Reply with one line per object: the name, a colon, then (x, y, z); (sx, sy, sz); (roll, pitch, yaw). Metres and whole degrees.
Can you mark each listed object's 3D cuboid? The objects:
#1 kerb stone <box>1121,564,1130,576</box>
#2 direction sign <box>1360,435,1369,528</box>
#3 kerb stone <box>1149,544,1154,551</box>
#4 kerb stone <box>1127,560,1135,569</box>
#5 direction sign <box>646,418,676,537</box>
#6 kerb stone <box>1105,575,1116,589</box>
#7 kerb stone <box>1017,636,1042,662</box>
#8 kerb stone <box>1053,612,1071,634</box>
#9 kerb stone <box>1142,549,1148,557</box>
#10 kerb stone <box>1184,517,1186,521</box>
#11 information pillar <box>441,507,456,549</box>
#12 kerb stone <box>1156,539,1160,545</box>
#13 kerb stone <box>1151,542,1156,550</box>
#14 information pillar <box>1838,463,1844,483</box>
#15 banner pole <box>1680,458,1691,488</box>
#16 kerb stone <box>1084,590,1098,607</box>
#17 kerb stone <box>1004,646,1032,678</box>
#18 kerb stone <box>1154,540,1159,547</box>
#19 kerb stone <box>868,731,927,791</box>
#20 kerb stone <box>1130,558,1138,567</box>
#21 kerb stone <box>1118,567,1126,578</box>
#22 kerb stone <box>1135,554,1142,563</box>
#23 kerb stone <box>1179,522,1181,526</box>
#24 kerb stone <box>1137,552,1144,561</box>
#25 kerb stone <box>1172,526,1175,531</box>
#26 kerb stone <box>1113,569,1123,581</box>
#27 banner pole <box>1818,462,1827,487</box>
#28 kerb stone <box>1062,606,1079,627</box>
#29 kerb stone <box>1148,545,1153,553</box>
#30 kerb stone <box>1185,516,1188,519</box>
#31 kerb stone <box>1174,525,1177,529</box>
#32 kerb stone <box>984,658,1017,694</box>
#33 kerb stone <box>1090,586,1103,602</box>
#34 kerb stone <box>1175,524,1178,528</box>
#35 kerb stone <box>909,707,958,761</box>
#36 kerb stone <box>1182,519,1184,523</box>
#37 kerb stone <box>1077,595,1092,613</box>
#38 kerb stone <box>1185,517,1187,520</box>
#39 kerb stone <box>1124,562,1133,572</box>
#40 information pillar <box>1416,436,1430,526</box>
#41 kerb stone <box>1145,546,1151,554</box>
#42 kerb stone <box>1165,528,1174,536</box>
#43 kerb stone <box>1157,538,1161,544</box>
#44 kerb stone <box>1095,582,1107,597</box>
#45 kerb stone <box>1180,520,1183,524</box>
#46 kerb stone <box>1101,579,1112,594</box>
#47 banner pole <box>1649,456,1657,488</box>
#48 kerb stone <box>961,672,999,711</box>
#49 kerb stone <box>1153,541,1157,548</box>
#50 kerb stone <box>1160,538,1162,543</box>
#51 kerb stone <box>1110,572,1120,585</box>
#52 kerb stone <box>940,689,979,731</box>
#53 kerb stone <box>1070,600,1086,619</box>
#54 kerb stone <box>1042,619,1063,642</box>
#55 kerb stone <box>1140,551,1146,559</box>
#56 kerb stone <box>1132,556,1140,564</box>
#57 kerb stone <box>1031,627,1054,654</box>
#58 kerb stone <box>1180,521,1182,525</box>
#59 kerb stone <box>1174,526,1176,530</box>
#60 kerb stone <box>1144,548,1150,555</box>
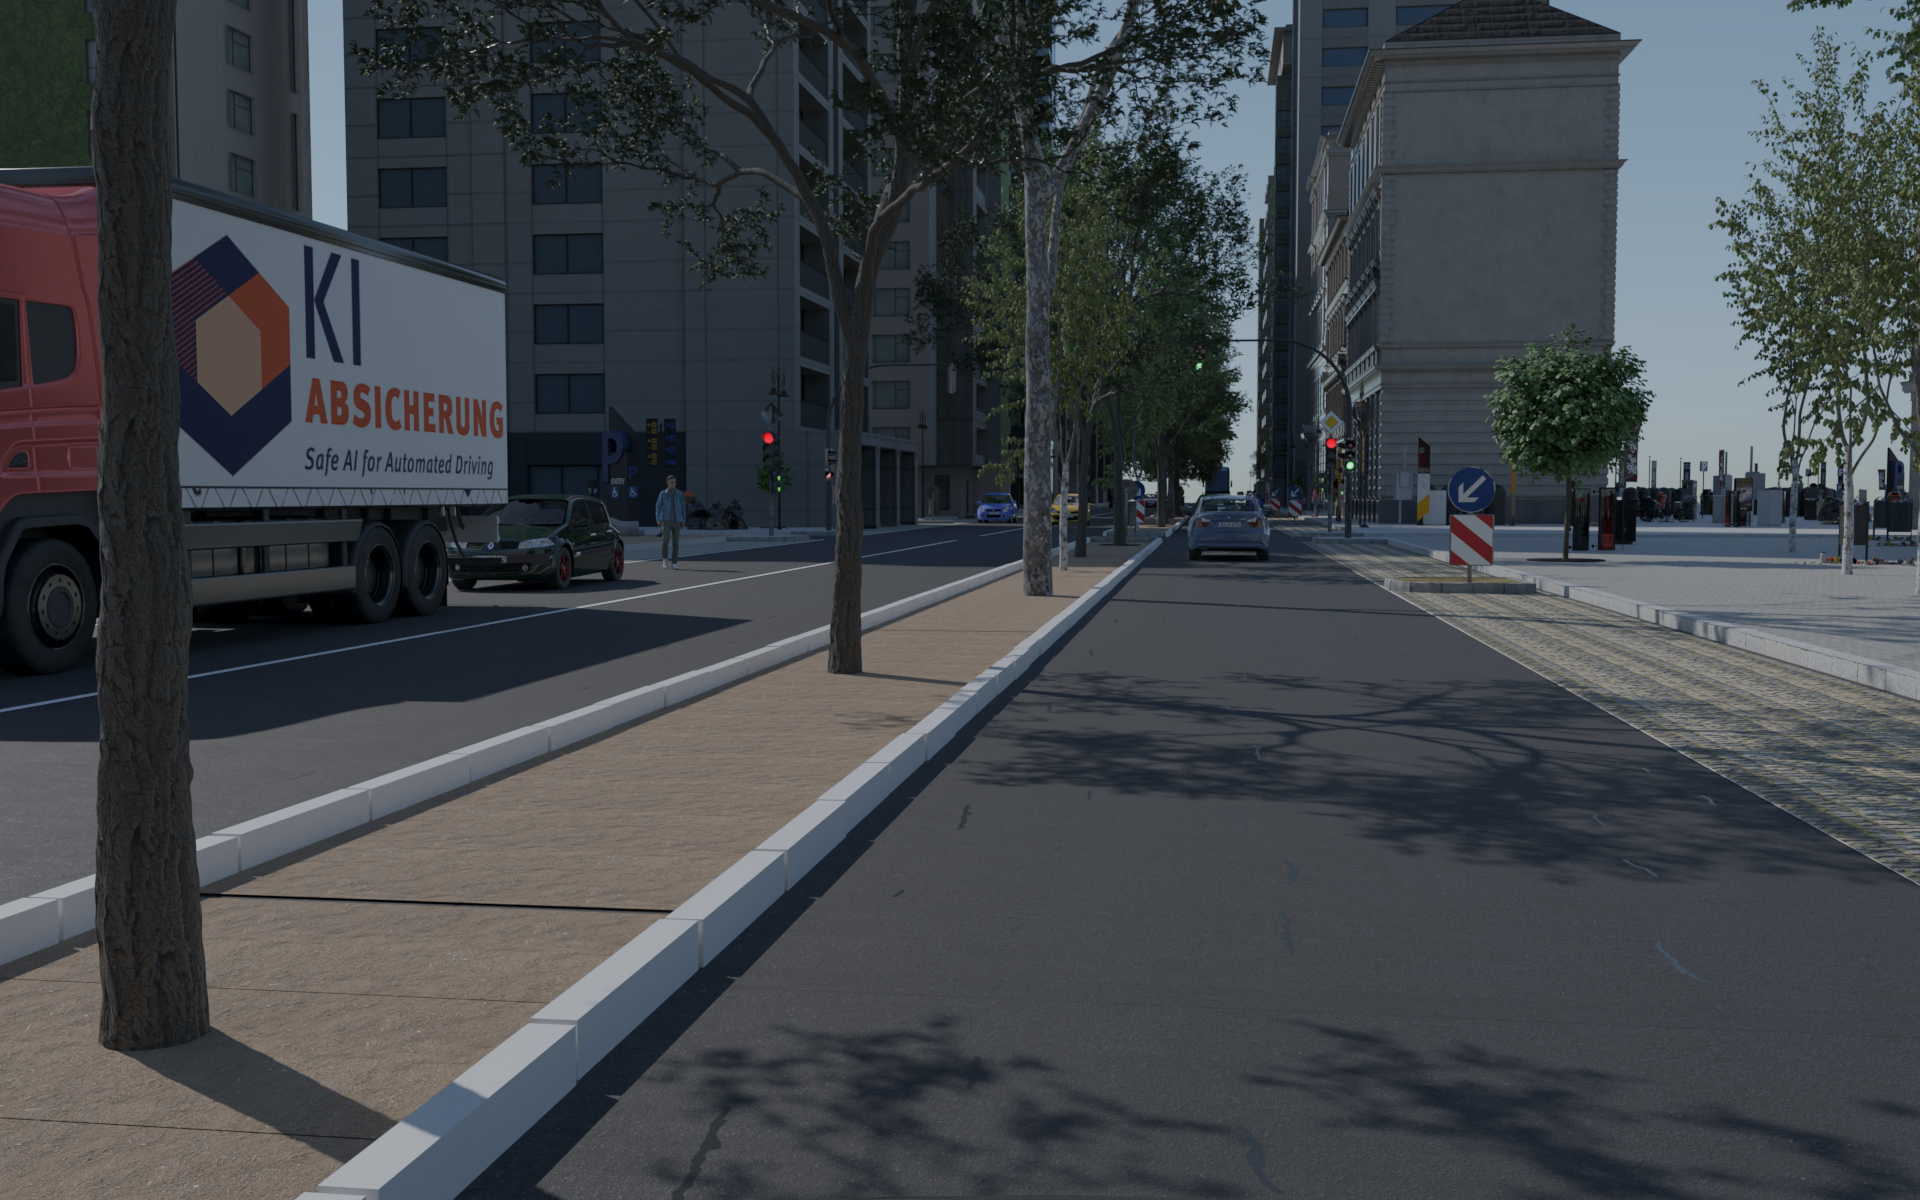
kerb stone: (2.820, -0.483, 30.094); (0.120, 0.150, 1.000); (1, 4, 8)
direction sign: (15.512, -4.546, 66.326); (0.379, 3.537, 0.876); (0, 4, -2)
kerb stone: (4.605, -1.227, 42.250); (0.120, 0.150, 1.000); (1, 4, 8)
kerb stone: (3.117, -0.607, 32.126); (0.120, 0.150, 1.000); (1, 4, 8)
direction sign: (-8.949, -3.665, 51.928); (0.876, 3.537, 0.379); (0, 4, -7)
kerb stone: (2.218, -0.234, 26.023); (0.120, 0.150, 1.000); (1, 4, 8)
kerb stone: (0.573, 0.448, 14.866); (0.120, 0.150, 1.000); (1, 4, 8)
kerb stone: (1.022, 0.263, 17.902); (0.120, 0.150, 1.000); (1, 4, 8)
kerb stone: (4.013, -0.976, 38.199); (0.120, 0.150, 1.000); (1, 4, 8)
kerb stone: (11.096, -3.924, 86.414); (0.120, 0.150, 1.000); (1, 4, 8)
information pillar: (-11.988, -2.208, 40.599); (0.304, 2.012, 0.304); (-2, 4, -24)
kerb stone: (5.198, -1.474, 46.300); (0.120, 0.150, 1.000); (1, 4, 8)
kerb stone: (4.752, -1.288, 43.262); (0.120, 0.150, 1.000); (1, 4, 8)
information pillar: (64.600, -8.299, 127.042); (0.183, 3.616, 0.504); (-1, 4, -18)
banner pole: (49.562, -7.863, 118.572); (0.863, 3.779, 0.401); (1, 4, 22)
kerb stone: (1.621, 0.014, 21.970); (0.120, 0.150, 1.000); (1, 4, 8)
kerb stone: (0.441, 0.510, 13.852); (0.120, 0.150, 1.000); (1, 4, 8)
kerb stone: (5.051, -1.409, 45.288); (0.120, 0.150, 1.000); (1, 4, 8)
kerb stone: (-0.321, 0.820, 8.785); (0.120, 0.150, 1.000); (1, 4, 8)
kerb stone: (3.265, -0.666, 33.138); (0.120, 0.150, 1.000); (1, 4, 8)
kerb stone: (2.660, -0.421, 29.082); (0.120, 0.150, 1.000); (1, 4, 8)
kerb stone: (3.560, -0.789, 35.164); (0.120, 0.150, 1.000); (1, 4, 8)
kerb stone: (9.164, -3.122, 73.233); (0.120, 0.150, 1.000); (1, 4, 8)
kerb stone: (3.711, -0.855, 36.175); (0.120, 0.150, 1.000); (1, 4, 8)
kerb stone: (7.671, -2.502, 63.106); (0.120, 0.150, 1.000); (1, 4, 8)
kerb stone: (2.512, -0.358, 28.054); (0.120, 0.150, 1.000); (1, 4, 8)
banner pole: (58.640, -7.825, 117.960); (0.401, 3.779, 0.863); (-1, 4, -22)
kerb stone: (1.177, 0.201, 18.912); (0.120, 0.150, 1.000); (1, 4, 8)
kerb stone: (4.462, -1.164, 41.238); (0.120, 0.150, 1.000); (1, 4, 8)
kerb stone: (11.555, -4.114, 89.453); (0.120, 0.150, 1.000); (1, 4, 8)
kerb stone: (7.977, -2.626, 65.127); (0.120, 0.150, 1.000); (1, 4, 8)
kerb stone: (0.284, 0.572, 12.838); (0.120, 0.150, 1.000); (1, 4, 8)
kerb stone: (1.771, -0.048, 22.988); (0.120, 0.150, 1.000); (1, 4, 8)
kerb stone: (8.267, -2.750, 67.150); (0.120, 0.150, 1.000); (1, 4, 8)
kerb stone: (-0.160, 0.759, 9.795); (0.120, 0.150, 1.000); (1, 4, 8)
kerb stone: (10.204, -3.553, 80.327); (0.120, 0.150, 1.000); (1, 4, 8)
kerb stone: (1.470, 0.077, 20.942); (0.120, 0.150, 1.000); (1, 4, 8)
kerb stone: (11.249, -3.990, 87.426); (0.120, 0.150, 1.000); (1, 4, 8)
kerb stone: (2.971, -0.545, 31.110); (0.120, 0.150, 1.000); (1, 4, 8)
information pillar: (18.825, -4.831, 70.349); (0.504, 3.616, 0.183); (1, 4, 21)
kerb stone: (4.308, -1.103, 40.227); (0.120, 0.150, 1.000); (1, 4, 8)
kerb stone: (7.374, -2.376, 61.078); (0.120, 0.150, 1.000); (1, 4, 8)
kerb stone: (5.351, -1.537, 47.320); (0.120, 0.150, 1.000); (1, 4, 8)
kerb stone: (1.915, -0.110, 24.000); (0.120, 0.150, 1.000); (1, 4, 8)
kerb stone: (9.763, -3.370, 77.287); (0.120, 0.150, 1.000); (1, 4, 8)
kerb stone: (2.075, -0.172, 25.010); (0.120, 0.150, 1.000); (1, 4, 8)
banner pole: (45.531, -7.582, 113.985); (0.863, 3.779, 0.401); (-2, 4, -24)
kerb stone: (0.128, 0.635, 11.819); (0.120, 0.150, 1.000); (1, 4, 8)
kerb stone: (4.899, -1.350, 44.274); (0.120, 0.150, 1.000); (1, 4, 8)
kerb stone: (5.496, -1.599, 48.343); (0.120, 0.150, 1.000); (1, 4, 8)
kerb stone: (2.366, -0.296, 27.038); (0.120, 0.150, 1.000); (1, 4, 8)
kerb stone: (-0.023, 0.705, 10.808); (0.120, 0.150, 1.000); (1, 4, 8)
kerb stone: (1.323, 0.139, 19.924); (0.120, 0.150, 1.000); (1, 4, 8)
kerb stone: (0.874, 0.324, 16.890); (0.120, 0.150, 1.000); (1, 4, 8)
kerb stone: (3.853, -0.909, 37.189); (0.120, 0.150, 1.000); (1, 4, 8)
kerb stone: (3.413, -0.731, 34.149); (0.120, 0.150, 1.000); (1, 4, 8)
kerb stone: (0.731, 0.386, 15.878); (0.120, 0.150, 1.000); (1, 4, 8)
kerb stone: (9.464, -3.245, 75.255); (0.120, 0.150, 1.000); (1, 4, 8)
kerb stone: (7.818, -2.564, 64.118); (0.120, 0.150, 1.000); (1, 4, 8)
kerb stone: (4.156, -1.035, 39.214); (0.120, 0.150, 1.000); (1, 4, 8)
